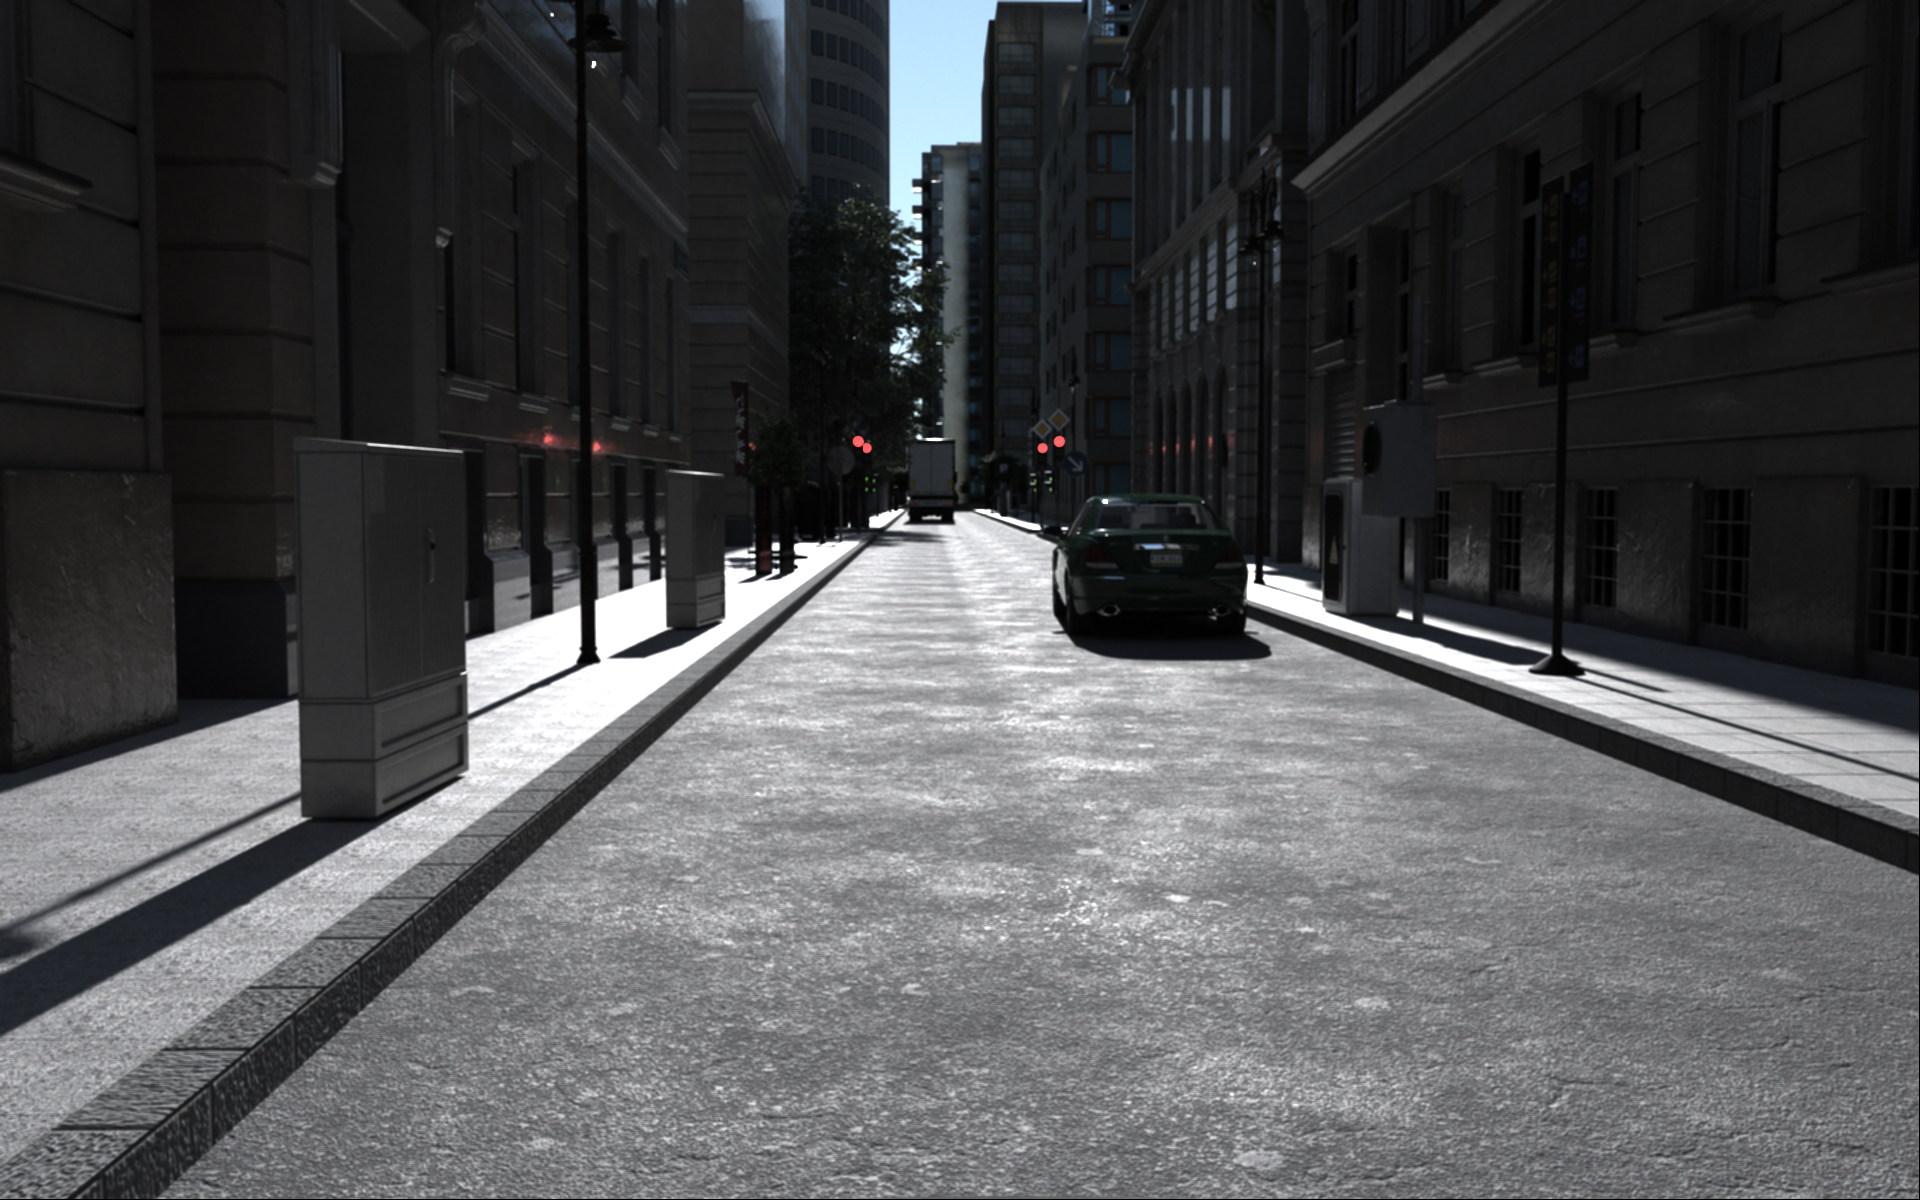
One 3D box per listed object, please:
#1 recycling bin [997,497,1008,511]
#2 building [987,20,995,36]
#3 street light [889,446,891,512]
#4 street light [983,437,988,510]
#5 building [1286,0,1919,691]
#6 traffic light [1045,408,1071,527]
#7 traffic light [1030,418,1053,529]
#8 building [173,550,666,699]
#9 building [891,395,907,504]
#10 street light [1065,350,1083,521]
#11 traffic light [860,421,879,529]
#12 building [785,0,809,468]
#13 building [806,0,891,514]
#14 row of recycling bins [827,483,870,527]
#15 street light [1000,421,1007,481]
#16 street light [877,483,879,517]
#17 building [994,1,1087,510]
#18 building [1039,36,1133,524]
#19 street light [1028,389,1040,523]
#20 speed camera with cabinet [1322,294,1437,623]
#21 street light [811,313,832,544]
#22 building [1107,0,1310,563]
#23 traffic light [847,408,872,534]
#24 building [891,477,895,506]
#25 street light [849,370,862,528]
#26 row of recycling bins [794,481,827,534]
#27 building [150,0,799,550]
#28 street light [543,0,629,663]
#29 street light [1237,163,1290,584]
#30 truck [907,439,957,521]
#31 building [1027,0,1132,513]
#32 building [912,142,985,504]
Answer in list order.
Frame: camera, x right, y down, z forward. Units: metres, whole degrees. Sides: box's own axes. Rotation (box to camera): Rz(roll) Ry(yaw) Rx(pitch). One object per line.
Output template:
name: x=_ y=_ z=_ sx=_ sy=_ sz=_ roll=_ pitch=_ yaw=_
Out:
recycling bin: x=3.154 y=-7.108 z=128.767 sx=0.722 sy=1.027 sz=0.722 roll=0 pitch=4 yaw=-6
building: x=9.331 y=-31.322 z=162.220 sx=14.600 sy=45.320 sz=14.200 roll=0 pitch=4 yaw=-1
street light: x=-5.102 y=-9.418 z=126.772 sx=0.468 sy=5.910 sz=1.993 roll=0 pitch=4 yaw=-1
street light: x=2.030 y=-10.165 z=138.978 sx=0.468 sy=5.910 sz=1.993 roll=0 pitch=4 yaw=-1
building: x=13.386 y=-11.103 z=14.820 sx=16.112 sy=22.955 sz=30.059 roll=0 pitch=4 yaw=-1
traffic light: x=3.190 y=-4.127 z=56.397 sx=0.839 sy=4.253 sz=0.868 roll=0 pitch=4 yaw=-1
traffic light: x=3.031 y=-4.615 z=64.380 sx=0.839 sy=4.253 sz=0.868 roll=0 pitch=4 yaw=-1
building: x=-10.612 y=-14.289 z=19.535 sx=13.634 sy=28.700 sz=20.117 roll=0 pitch=4 yaw=-1
building: x=-22.734 y=-56.257 z=232.481 sx=31.000 sy=86.520 sz=22.319 roll=0 pitch=4 yaw=-1
street light: x=3.676 y=-5.083 z=55.892 sx=0.468 sy=5.910 sz=1.993 roll=0 pitch=4 yaw=-1
traffic light: x=-3.429 y=-4.606 z=64.236 sx=0.839 sy=4.253 sz=0.868 roll=0 pitch=4 yaw=-1
building: x=-14.859 y=-26.559 z=84.348 sx=14.600 sy=45.320 sz=14.200 roll=0 pitch=4 yaw=-1
building: x=-15.601 y=-35.296 z=119.090 sx=21.231 sy=58.520 sz=28.212 roll=0 pitch=4 yaw=-1
row of recycling bins: x=-5.054 y=-3.688 z=67.411 sx=3.534 sy=1.692 sz=1.069 roll=2 pitch=4 yaw=30
street light: x=2.654 y=-8.214 z=107.078 sx=0.468 sy=5.910 sz=1.993 roll=0 pitch=4 yaw=-1
street light: x=-4.542 y=-7.521 z=95.752 sx=0.468 sy=5.910 sz=1.993 roll=0 pitch=4 yaw=-1
building: x=9.901 y=-28.419 z=148.237 sx=14.154 sy=41.232 sz=14.086 roll=0 pitch=4 yaw=-1
building: x=19.012 y=-14.355 z=79.743 sx=28.899 sy=21.520 sz=27.650 roll=0 pitch=4 yaw=-1
street light: x=3.219 y=-6.316 z=76.059 sx=0.468 sy=5.910 sz=1.993 roll=0 pitch=4 yaw=-1
speed camera with cabinet: x=4.316 y=-1.444 z=17.947 sx=0.660 sy=3.252 sz=2.038 roll=0 pitch=4 yaw=-4
street light: x=-3.540 y=-4.383 z=44.445 sx=0.468 sy=5.910 sz=1.993 roll=0 pitch=4 yaw=-1
building: x=11.527 y=-12.316 z=43.173 sx=13.314 sy=21.916 sz=24.055 roll=0 pitch=4 yaw=-1
traffic light: x=-3.270 y=-4.118 z=56.252 sx=0.839 sy=4.253 sz=0.868 roll=0 pitch=4 yaw=-1
building: x=-22.955 y=-29.830 z=179.605 sx=32.217 sy=40.220 sz=23.993 roll=0 pitch=4 yaw=-1
street light: x=-3.865 y=-5.608 z=64.471 sx=0.468 sy=5.910 sz=1.993 roll=0 pitch=4 yaw=-1
row of recycling bins: x=-6.260 y=-3.023 z=56.541 sx=3.534 sy=1.692 sz=1.069 roll=0 pitch=4 yaw=6
building: x=-14.908 y=-16.015 z=47.745 sx=20.117 sy=28.700 sz=13.634 roll=0 pitch=4 yaw=-1
street light: x=-2.830 y=-2.461 z=13.024 sx=0.468 sy=5.910 sz=1.993 roll=0 pitch=4 yaw=-1
street light: x=4.288 y=-3.173 z=24.660 sx=0.468 sy=5.910 sz=1.993 roll=0 pitch=4 yaw=-1
truck: x=-1.530 y=-6.438 z=94.179 sx=2.839 sy=4.237 sz=11.283 roll=0 pitch=4 yaw=-1
building: x=16.357 y=-48.647 z=108.054 sx=22.319 sy=86.520 sz=31.000 roll=0 pitch=4 yaw=-1
building: x=8.783 y=-37.661 z=235.370 sx=30.456 sy=49.044 sz=23.786 roll=0 pitch=4 yaw=-1
